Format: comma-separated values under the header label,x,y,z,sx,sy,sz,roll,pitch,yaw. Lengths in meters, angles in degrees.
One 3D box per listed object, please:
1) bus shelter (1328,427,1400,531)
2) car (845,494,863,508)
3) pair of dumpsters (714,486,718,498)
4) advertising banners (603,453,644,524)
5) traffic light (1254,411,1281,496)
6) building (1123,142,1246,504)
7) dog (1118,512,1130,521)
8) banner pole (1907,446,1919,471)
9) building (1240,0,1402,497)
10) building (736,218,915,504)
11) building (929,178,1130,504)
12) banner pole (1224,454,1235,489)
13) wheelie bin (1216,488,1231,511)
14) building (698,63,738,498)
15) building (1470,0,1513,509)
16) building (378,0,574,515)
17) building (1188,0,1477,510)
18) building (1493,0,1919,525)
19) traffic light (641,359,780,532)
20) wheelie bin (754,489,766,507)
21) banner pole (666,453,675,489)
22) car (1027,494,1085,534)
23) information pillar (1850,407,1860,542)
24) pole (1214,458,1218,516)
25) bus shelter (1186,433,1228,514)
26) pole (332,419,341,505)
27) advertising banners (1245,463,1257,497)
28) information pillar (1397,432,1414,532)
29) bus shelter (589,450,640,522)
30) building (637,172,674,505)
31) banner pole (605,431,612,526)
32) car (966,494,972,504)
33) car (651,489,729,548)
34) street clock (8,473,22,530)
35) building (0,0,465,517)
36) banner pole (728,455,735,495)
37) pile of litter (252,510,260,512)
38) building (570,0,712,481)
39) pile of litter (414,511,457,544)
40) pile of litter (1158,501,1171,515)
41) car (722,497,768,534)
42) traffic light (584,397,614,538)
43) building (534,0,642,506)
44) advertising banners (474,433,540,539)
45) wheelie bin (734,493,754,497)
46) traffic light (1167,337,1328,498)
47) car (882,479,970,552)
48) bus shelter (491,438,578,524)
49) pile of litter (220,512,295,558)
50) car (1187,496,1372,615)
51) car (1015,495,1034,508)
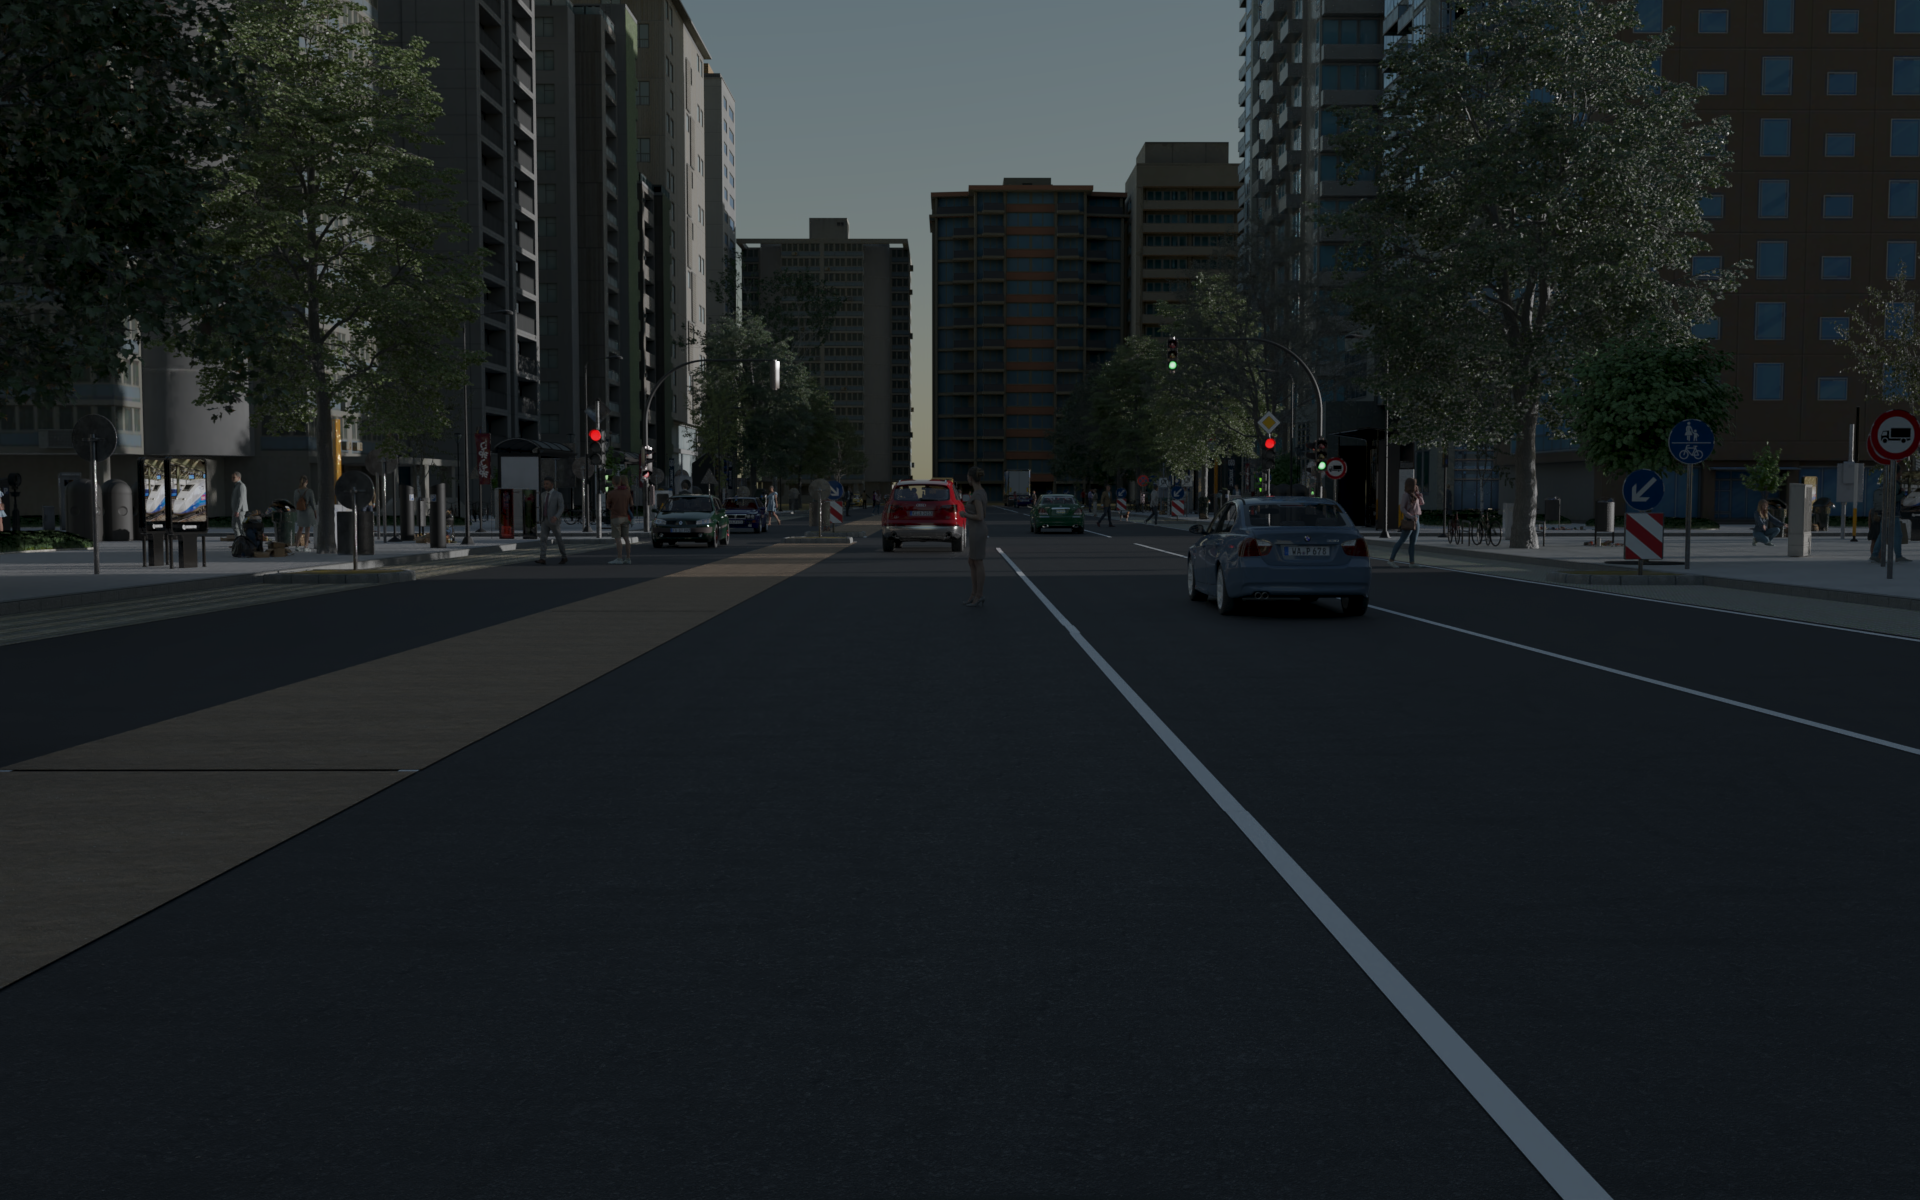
label,x,y,z,sx,sy,sz,roll,pitch,yaw
bus shelter,15.002,-4.411,63.399,1.731,3.624,6.357,0,4,0
car,-11.297,-10.642,184.217,2.015,1.641,3.980,0,4,1
pair of dumpsters,-16.437,-6.619,110.708,1.574,2.255,4.437,0,4,0
advertising banners,-14.314,-4.789,74.494,2.074,3.025,0.090,0,4,1
traffic light,10.393,-4.258,58.540,0.839,4.253,0.868,0,4,0
building,33.804,-37.765,241.159,21.600,48.544,21.300,0,4,0
dog,8.683,-4.429,91.706,0.406,0.507,0.540,3,5,39
banner pole,34.174,-4.405,62.033,0.401,3.779,0.863,-3,4,-36
building,37.459,-32.345,148.450,23.786,49.044,30.456,0,4,0
building,-18.670,-33.915,246.384,23.993,40.220,32.217,0,4,0
building,8.563,-35.948,242.372,28.867,44.769,22.147,0,4,0
banner pole,16.181,-6.989,104.292,0.863,3.779,0.401,0,4,-4
wheelie bin,13.677,-5.001,89.681,0.693,1.594,0.980,2,4,29
building,-45.483,-42.708,240.273,28.212,58.520,21.231,0,4,0
building,36.494,-48.927,112.625,22.319,86.520,31.000,0,4,0
building,-36.789,-41.241,112.549,20.563,71.187,20.611,0,4,0
building,37.127,-52.952,178.436,22.319,86.520,31.000,0,4,0
building,33.579,-26.166,77.930,14.200,45.320,14.600,0,4,0
traffic light,-8.476,-5.123,58.437,4.771,5.953,1.251,0,4,0
wheelie bin,-13.532,-6.678,117.099,0.980,1.594,0.693,3,5,40
banner pole,-17.719,-7.082,105.800,0.401,3.779,0.863,2,4,35
car,3.567,-3.185,63.878,2.131,1.459,4.920,0,4,0
information pillar,24.138,-3.382,46.649,0.183,3.616,0.504,2,4,28
pole,14.319,-6.308,96.978,0.158,3.312,0.155,0,3,0
bus shelter,15.847,-8.185,111.460,2.179,5.291,8.768,0,4,0
pole,-17.010,-3.270,47.313,0.158,3.312,0.155,0,3,0
advertising banners,16.522,-6.201,97.576,0.090,3.025,2.074,-1,4,-16
information pillar,15.029,-4.097,58.347,0.504,3.616,0.183,2,4,24
bus shelter,-15.888,-5.317,80.856,2.014,3.302,5.546,0,4,0
building,-33.851,-23.444,155.006,14.160,30.474,14.107,0,4,0
banner pole,-13.994,-4.829,68.969,0.401,3.779,0.863,1,4,12
car,1.505,-10.970,188.157,1.959,1.807,4.718,0,4,0
car,-7.385,-2.312,47.593,2.009,1.686,4.222,0,4,-1
street clock,-32.090,-3.319,58.833,0.358,2.002,0.471,0,4,1
building,-42.017,-23.935,83.215,32.217,40.220,23.993,0,4,0
banner pole,-14.597,-7.391,110.860,0.863,3.779,0.401,3,5,43
pile of litter,-19.461,-2.037,47.278,1.719,0.858,1.176,3,5,43
building,-41.336,-36.144,180.195,27.495,52.752,28.713,0,4,0
pile of litter,-13.718,-1.918,45.321,1.176,0.858,1.719,0,4,-4
pile of litter,12.735,-5.706,107.252,1.719,0.858,1.176,-3,5,-45
car,-8.110,-3.152,64.114,1.945,1.354,3.894,0,4,-1
traffic light,-10.515,-3.760,50.403,0.839,4.253,0.868,0,4,0
building,-34.175,-27.927,140.205,14.154,41.232,14.086,0,4,0
advertising banners,-12.907,-3.251,49.339,2.074,3.025,0.090,1,4,17
wheelie bin,-12.989,-5.816,102.992,0.693,1.594,0.980,2,4,27
traffic light,8.354,-4.632,50.400,4.771,5.953,1.251,0,4,0
car,-0.883,-2.200,44.640,2.281,1.827,5.304,0,4,1
bus shelter,-15.884,-4.336,64.825,2.014,3.302,5.546,0,4,0
pile of litter,-14.256,-1.321,35.562,1.176,0.858,1.719,1,4,19
car,3.945,-0.598,21.776,2.014,1.417,4.499,0,4,0
car,6.594,-10.009,176.231,1.945,1.354,3.894,0,4,0
